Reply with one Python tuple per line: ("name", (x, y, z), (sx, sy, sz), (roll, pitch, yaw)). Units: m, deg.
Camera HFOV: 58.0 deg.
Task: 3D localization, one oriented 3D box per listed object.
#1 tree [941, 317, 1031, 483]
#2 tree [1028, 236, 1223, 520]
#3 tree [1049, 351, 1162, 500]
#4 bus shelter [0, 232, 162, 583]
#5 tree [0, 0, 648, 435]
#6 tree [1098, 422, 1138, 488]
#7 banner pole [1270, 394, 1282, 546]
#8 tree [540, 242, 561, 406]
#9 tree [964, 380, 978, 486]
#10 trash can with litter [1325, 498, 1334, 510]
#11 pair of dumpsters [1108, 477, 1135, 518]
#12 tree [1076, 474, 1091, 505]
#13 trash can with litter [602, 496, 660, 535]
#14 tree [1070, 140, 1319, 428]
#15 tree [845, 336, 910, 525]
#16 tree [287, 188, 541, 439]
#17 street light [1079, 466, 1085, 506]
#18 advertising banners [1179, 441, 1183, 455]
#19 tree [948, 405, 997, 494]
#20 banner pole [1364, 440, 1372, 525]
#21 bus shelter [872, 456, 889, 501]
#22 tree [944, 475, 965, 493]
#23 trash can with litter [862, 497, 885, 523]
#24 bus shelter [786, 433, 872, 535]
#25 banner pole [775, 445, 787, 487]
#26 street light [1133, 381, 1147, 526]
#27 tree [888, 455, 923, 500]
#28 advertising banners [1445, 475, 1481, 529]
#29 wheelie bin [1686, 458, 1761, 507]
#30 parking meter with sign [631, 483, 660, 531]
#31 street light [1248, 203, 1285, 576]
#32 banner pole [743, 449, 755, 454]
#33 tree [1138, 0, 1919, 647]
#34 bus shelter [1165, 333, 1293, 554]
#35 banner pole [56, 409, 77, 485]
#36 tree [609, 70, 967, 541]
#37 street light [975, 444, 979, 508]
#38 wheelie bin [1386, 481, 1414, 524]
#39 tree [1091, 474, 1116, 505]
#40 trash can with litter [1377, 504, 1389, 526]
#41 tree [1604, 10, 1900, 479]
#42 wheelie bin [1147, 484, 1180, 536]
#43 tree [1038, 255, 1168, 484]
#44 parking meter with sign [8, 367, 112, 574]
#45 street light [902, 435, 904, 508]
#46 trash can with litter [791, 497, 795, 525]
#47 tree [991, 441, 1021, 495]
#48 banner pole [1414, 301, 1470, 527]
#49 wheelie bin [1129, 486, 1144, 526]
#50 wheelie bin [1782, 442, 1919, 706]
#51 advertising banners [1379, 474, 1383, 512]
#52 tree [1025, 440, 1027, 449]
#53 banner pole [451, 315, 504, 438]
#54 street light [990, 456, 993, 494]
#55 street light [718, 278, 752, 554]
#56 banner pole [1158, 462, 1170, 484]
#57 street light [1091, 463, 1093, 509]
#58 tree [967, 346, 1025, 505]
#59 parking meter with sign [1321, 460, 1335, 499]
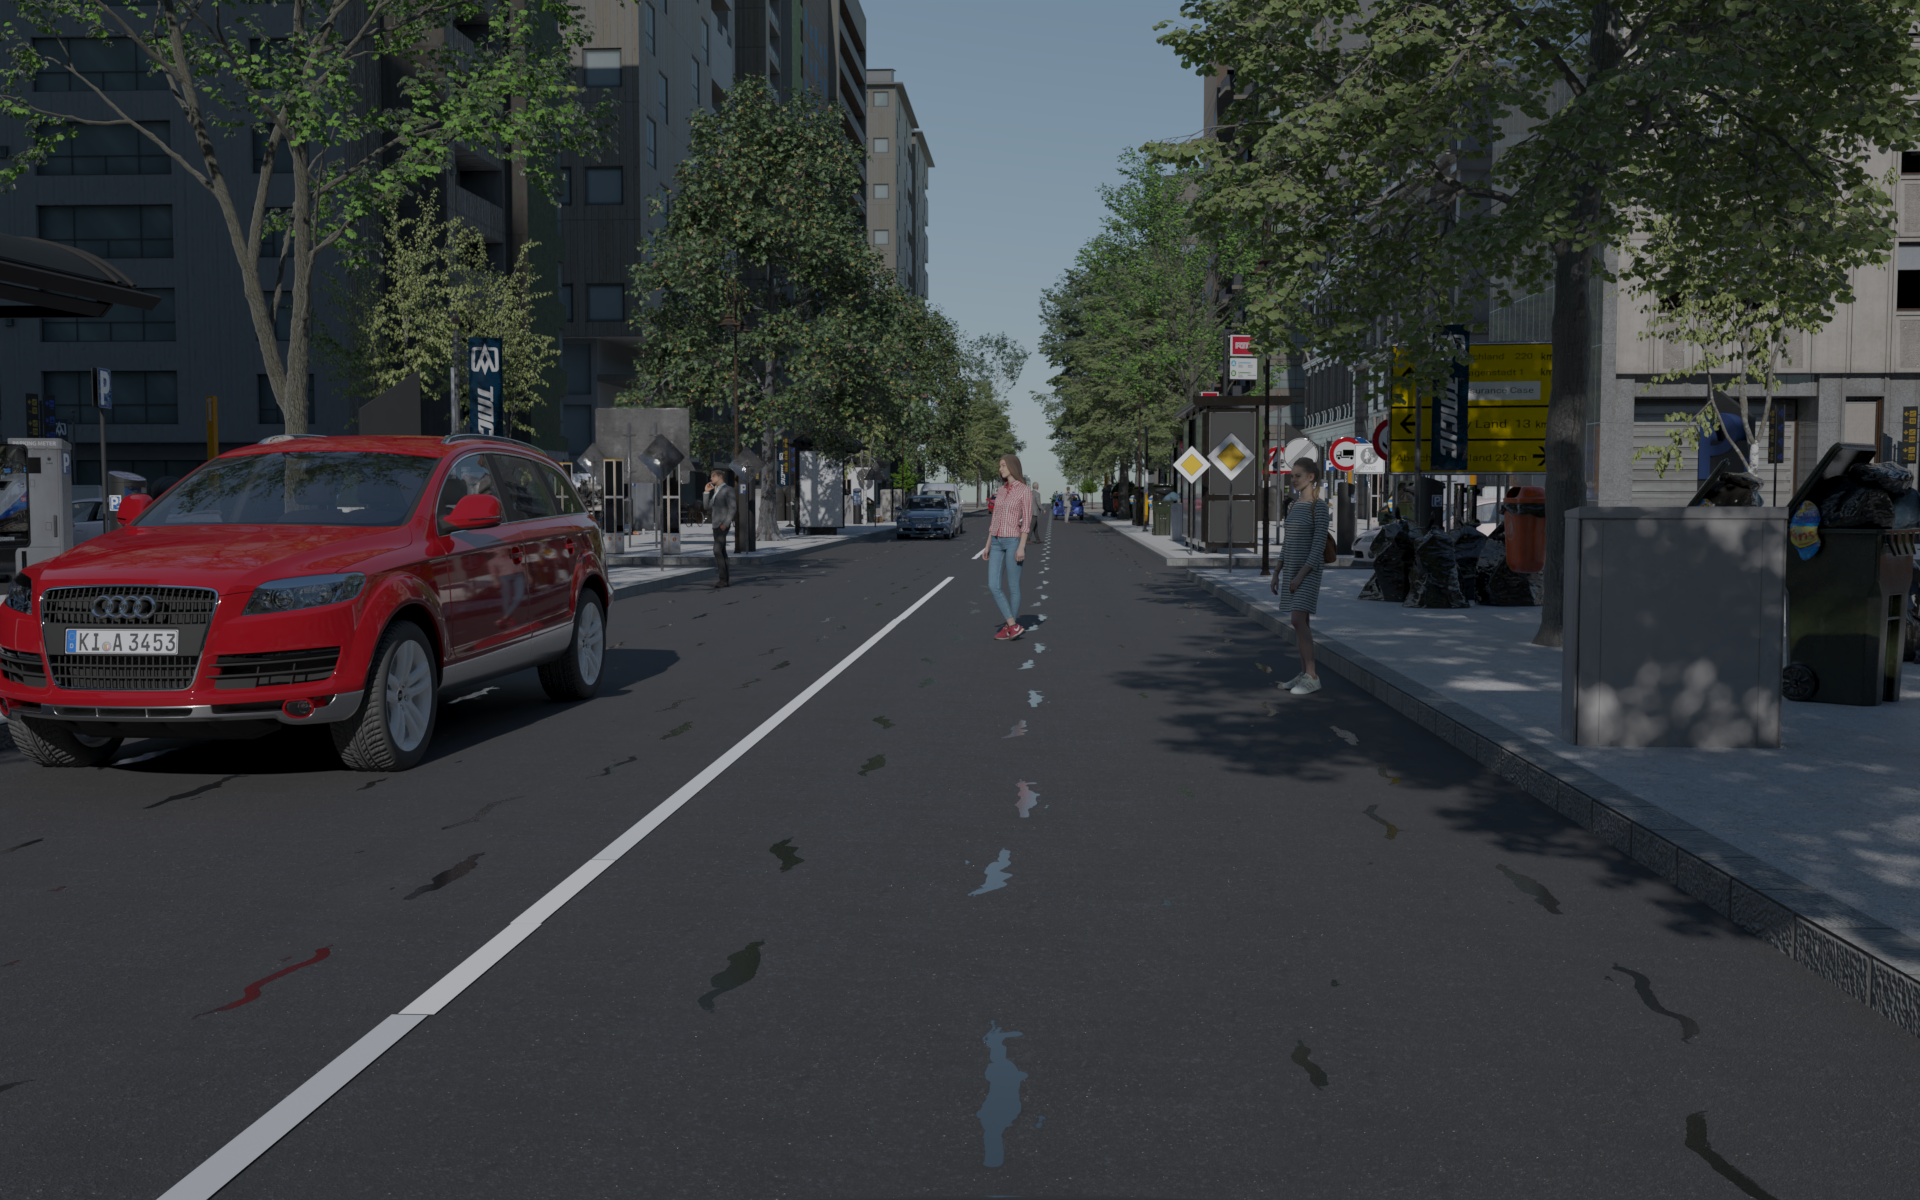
("tree", (1.001, -20.191, 186.017), (12.611, 20.169, 13.585), (0, 3, 0))
("tree", (8.338, -11.014, 86.729), (9.857, 13.997, 8.962), (0, 3, 0))
("tree", (9.386, -10.428, 104.908), (8.767, 10.594, 7.601), (1, 4, 9))
("bus shelter", (-7.582, -1.063, 11.305), (2.014, 3.302, 5.546), (0, 4, 3))
("tree", (-7.207, -5.651, 18.144), (9.928, 11.665, 9.643), (0, 3, 0))
("tree", (10.733, -10.191, 116.980), (4.737, 8.622, 4.395), (0, 3, 0))
("banner pole", (8.016, -3.269, 43.470), (0.401, 3.779, 0.863), (1, 4, 16))
("tree", (-12.720, -5.912, 47.026), (4.737, 8.622, 4.395), (0, 3, 0))
("tree", (1.969, -15.527, 171.995), (7.486, 12.596, 7.792), (0, 3, 0))
("trash can with litter", (11.525, -2.697, 55.487), (0.624, 1.170, 1.055), (2, 4, 30))
("pair of dumpsters", (8.981, -5.674, 95.256), (1.574, 2.255, 4.437), (0, 4, 3))
("tree", (11.619, -9.815, 155.083), (1.663, 3.219, 1.824), (0, 3, 0))
("trash can with litter", (-10.599, -2.665, 54.622), (1.678, 1.210, 2.233), (-3, 5, -44))
("tree", (6.964, -7.684, 51.382), (9.928, 11.665, 9.643), (0, 3, 0))
("tree", (-4.018, -7.469, 72.479), (4.737, 8.622, 4.395), (0, 3, 0))
("tree", (-13.413, -5.561, 41.288), (4.737, 8.622, 4.395), (0, 3, 0))
("street light", (13.402, -13.082, 186.675), (0.468, 5.910, 1.993), (0, 4, 3))
("advertising banners", (8.115, -3.753, 57.552), (2.074, 3.025, 0.090), (-2, 4, -28))
("tree", (0.003, -11.080, 131.522), (4.737, 8.622, 4.395), (0, 3, 0))
("banner pole", (16.876, -4.958, 71.085), (0.863, 3.779, 0.401), (-2, 4, -35))
("bus shelter", (-4.937, -5.873, 89.954), (2.014, 3.302, 5.546), (0, 4, 3))
("tree", (-0.458, -8.637, 135.823), (1.663, 3.219, 1.824), (0, 3, 0))
("trash can with litter", (-3.899, -4.035, 77.352), (1.055, 1.170, 0.624), (-3, 5, -40))
("bus shelter", (-4.259, -3.833, 56.596), (2.014, 3.302, 5.546), (0, 4, 3))
("banner pole", (-9.046, -5.942, 87.173), (0.863, 3.779, 0.401), (1, 4, 19))
("street light", (7.110, -5.857, 68.546), (0.468, 5.910, 1.993), (0, 4, 3))
("tree", (-2.775, -5.577, 85.787), (1.663, 3.219, 1.824), (0, 3, 0))
("advertising banners", (7.101, -1.738, 24.609), (0.090, 3.025, 2.074), (0, 4, 3))
("wheelie bin", (6.880, -0.473, 15.643), (0.693, 1.594, 0.980), (1, 4, 22))
("parking meter with sign", (-11.040, -3.920, 60.346), (1.738, 3.016, 0.543), (-3, 4, -37))
("street light", (4.824, -3.327, 27.176), (0.468, 5.910, 1.993), (0, 4, 3))
("banner pole", (-10.785, -6.003, 88.174), (0.863, 3.779, 0.401), (1, 4, 15))
("tree", (5.511, -5.873, 14.154), (7.486, 12.596, 7.792), (0, 3, 0))
("bus shelter", (6.268, -3.883, 41.113), (2.179, 5.291, 8.768), (0, 4, 3))
("banner pole", (-26.222, -3.720, 50.839), (0.863, 3.779, 0.401), (-3, 5, -45))
("tree", (-5.149, -7.961, 47.163), (9.611, 12.733, 9.660), (0, 3, 0))
("street light", (1.532, -11.175, 155.491), (0.468, 5.910, 1.993), (0, 4, 3))
("wheelie bin", (10.490, -2.008, 40.732), (0.980, 1.594, 0.693), (-3, 5, -41))
("tree", (12.102, -8.995, 141.669), (1.663, 3.219, 1.824), (0, 3, 0))
("trash can with litter", (10.166, -1.876, 42.066), (1.055, 1.170, 0.624), (1, 4, 16))
("tree", (11.655, -4.594, 25.471), (4.737, 8.622, 4.395), (0, 3, 0))
("wheelie bin", (6.293, -2.792, 53.558), (0.980, 1.594, 0.693), (0, 4, 6))
("tree", (12.624, -16.762, 129.950), (12.611, 20.169, 13.585), (0, 3, 0))
("parking meter with sign", (-12.731, -1.696, 23.984), (1.738, 3.016, 0.543), (-1, 4, -9))
("street light", (-2.628, -6.520, 79.386), (0.468, 5.910, 1.993), (0, 4, 3))
("trash can with litter", (-6.496, -3.682, 71.592), (1.055, 1.170, 0.624), (-3, 5, -42))
("tree", (4.269, -17.343, 217.970), (7.601, 10.594, 8.767), (1, 4, 15))
("banner pole", (6.202, -1.990, 22.551), (0.863, 3.779, 0.401), (1, 4, 16))
("wheelie bin", (7.394, -3.817, 70.318), (0.980, 1.594, 0.693), (-1, 4, -11))
("wheelie bin", (5.531, -0.174, 10.749), (0.980, 1.594, 0.693), (-3, 5, -43))
("advertising banners", (11.793, -3.202, 48.545), (0.090, 3.025, 2.074), (1, 4, 12))
("tree", (3.336, -17.600, 204.769), (9.611, 12.733, 9.660), (0, 3, 0))
("banner pole", (-6.816, -2.100, 24.346), (0.863, 3.779, 0.401), (-1, 4, -12))
("street light", (3.651, -13.670, 196.293), (0.468, 5.910, 1.993), (0, 4, 3))
("street light", (-4.797, -3.935, 37.121), (0.468, 5.910, 1.993), (0, 4, 3))
("banner pole", (10.984, -6.276, 92.625), (0.863, 3.779, 0.401), (1, 4, 16))
("street light", (11.061, -10.512, 144.657), (0.468, 5.910, 1.993), (0, 4, 3))
("tree", (-2.680, -11.203, 100.171), (9.611, 12.733, 9.660), (0, 3, 0))
("parking meter with sign", (18.834, -5.709, 89.608), (0.543, 3.016, 1.738), (0, 4, -6))
